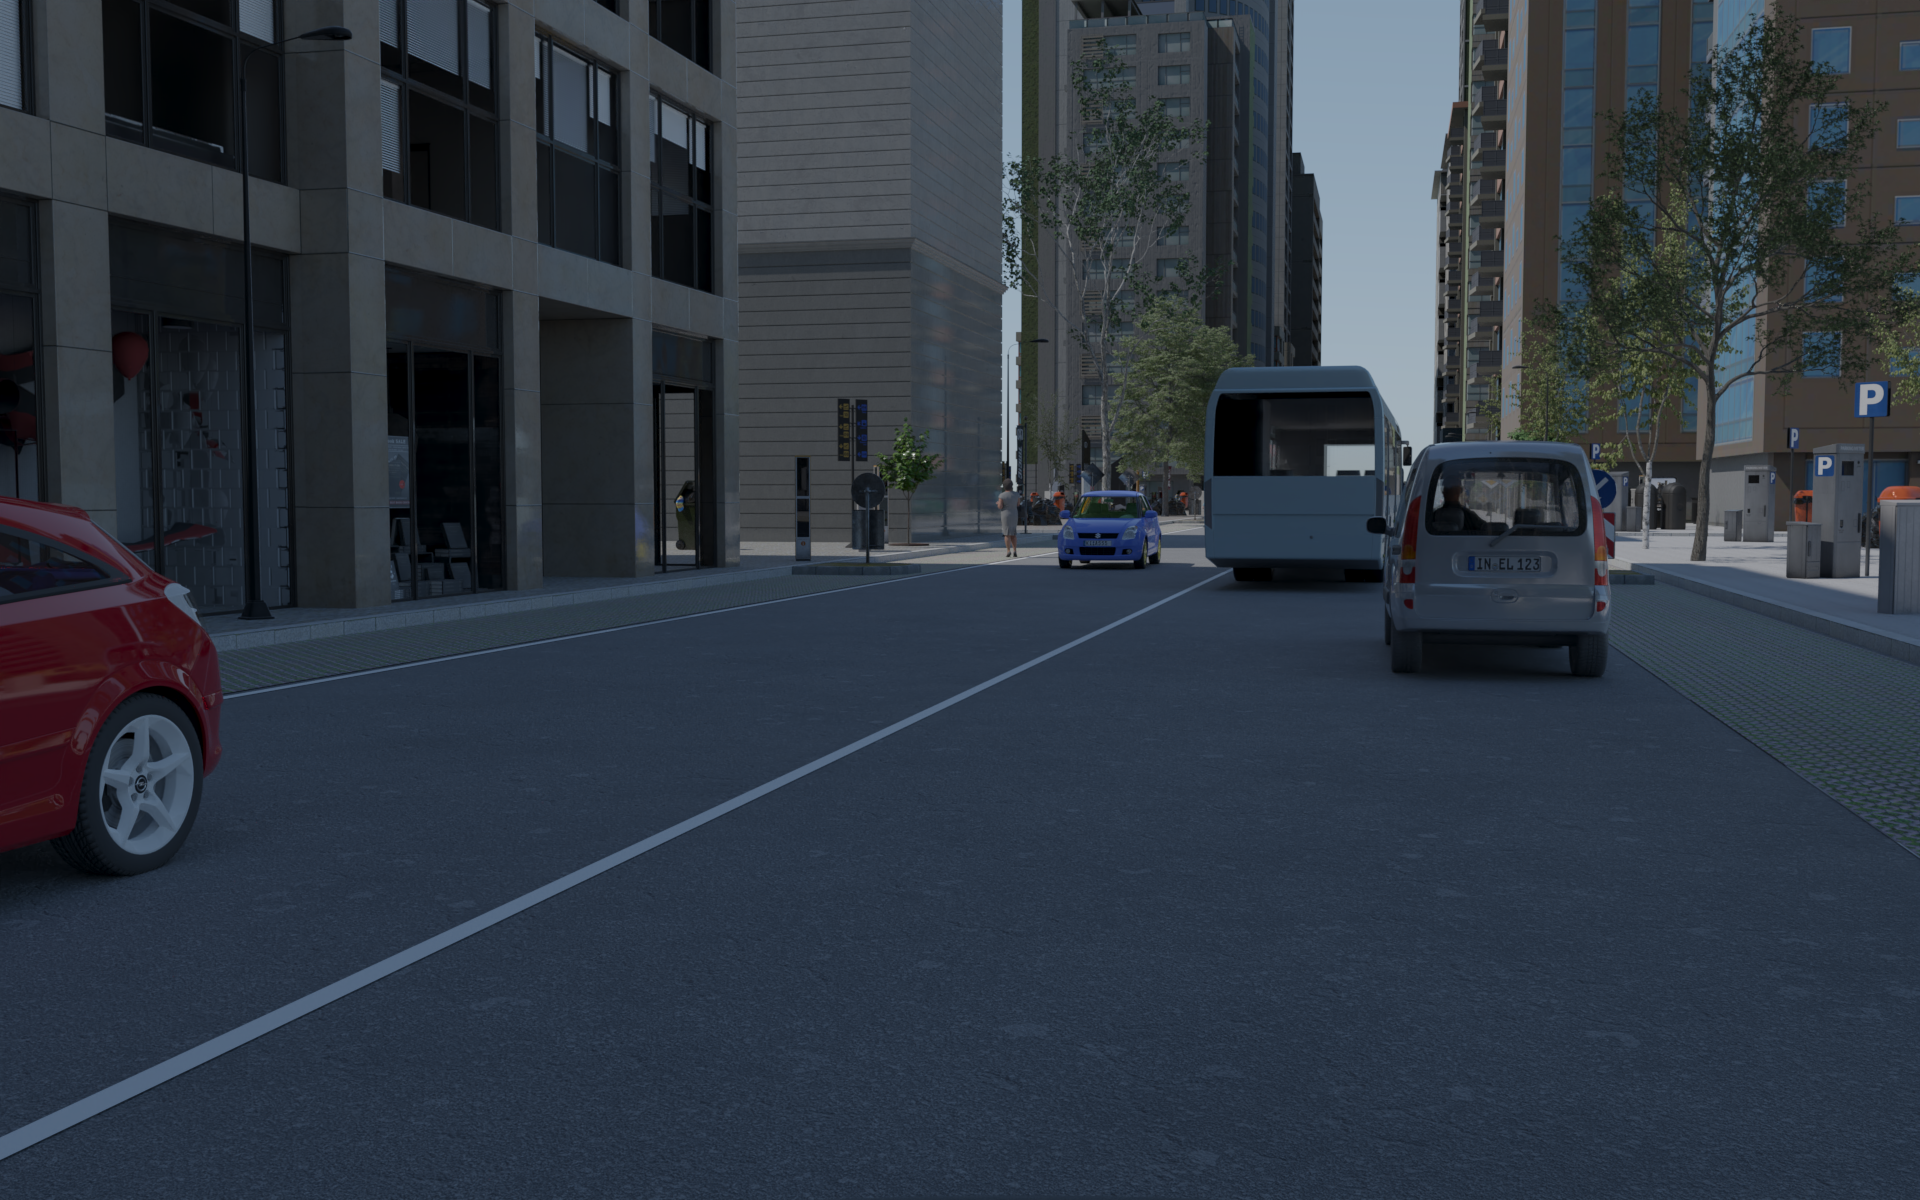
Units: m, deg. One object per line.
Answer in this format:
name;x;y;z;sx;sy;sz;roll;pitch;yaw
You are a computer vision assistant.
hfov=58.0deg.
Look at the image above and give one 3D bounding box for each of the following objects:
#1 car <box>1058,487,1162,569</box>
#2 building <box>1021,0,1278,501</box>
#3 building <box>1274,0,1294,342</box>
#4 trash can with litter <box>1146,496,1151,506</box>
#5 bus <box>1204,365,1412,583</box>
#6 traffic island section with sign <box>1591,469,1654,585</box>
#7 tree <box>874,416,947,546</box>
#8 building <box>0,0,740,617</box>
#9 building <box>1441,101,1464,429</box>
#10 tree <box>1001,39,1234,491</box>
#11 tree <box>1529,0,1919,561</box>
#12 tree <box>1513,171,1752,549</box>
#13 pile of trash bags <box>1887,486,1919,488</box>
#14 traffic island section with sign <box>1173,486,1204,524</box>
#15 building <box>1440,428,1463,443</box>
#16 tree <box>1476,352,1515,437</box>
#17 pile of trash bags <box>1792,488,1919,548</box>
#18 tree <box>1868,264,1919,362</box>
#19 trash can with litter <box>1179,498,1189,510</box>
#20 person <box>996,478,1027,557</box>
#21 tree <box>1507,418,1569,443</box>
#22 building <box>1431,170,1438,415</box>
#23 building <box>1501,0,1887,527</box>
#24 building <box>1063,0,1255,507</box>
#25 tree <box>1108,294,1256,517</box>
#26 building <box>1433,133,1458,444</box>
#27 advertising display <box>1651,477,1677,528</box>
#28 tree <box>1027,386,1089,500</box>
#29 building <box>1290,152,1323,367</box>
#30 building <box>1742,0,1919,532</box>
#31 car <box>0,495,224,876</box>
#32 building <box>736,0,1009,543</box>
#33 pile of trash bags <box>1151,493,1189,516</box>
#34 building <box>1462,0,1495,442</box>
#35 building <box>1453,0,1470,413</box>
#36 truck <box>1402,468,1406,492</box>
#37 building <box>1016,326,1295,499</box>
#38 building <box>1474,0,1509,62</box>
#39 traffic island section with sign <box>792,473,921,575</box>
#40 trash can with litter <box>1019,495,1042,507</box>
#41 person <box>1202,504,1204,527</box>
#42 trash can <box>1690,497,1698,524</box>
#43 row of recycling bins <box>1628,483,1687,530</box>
car;3.001;-1.518;34.410;1.945;1.707;3.694;1;4;13
building;18.655;-38.158;165.876;21.231;58.520;28.212;1;4;14
building;35.481;-48.374;229.166;20.563;71.187;20.611;1;4;14
trash can with litter;13.098;-6.694;120.838;0.624;1.170;1.055;2;4;30
bus;6.570;-2.233;31.371;2.948;3.499;13.247;1;4;15
traffic island section with sign;10.169;-1.204;28.310;1.989;1.847;2.006;1;4;14
tree;-1.398;-2.963;43.046;1.663;3.219;1.824;0;3;0
building;-17.336;-12.927;15.878;19.350;26.468;34.151;1;4;14
building;64.392;-32.681;188.963;22.147;44.769;28.867;1;4;14
tree;5.515;-13.409;75.133;12.611;20.169;13.585;0;3;0
tree;14.476;-6.015;32.761;7.601;10.594;8.767;1;4;18
tree;16.134;-5.505;40.369;4.737;8.622;4.395;0;3;0
pile of trash bags;11.897;-0.647;20.329;3.447;1.369;1.912;-2;4;-31
traffic island section with sign;11.487;-4.637;84.447;1.989;1.847;2.006;1;4;14
building;56.534;-51.736;158.548;22.319;86.520;31.000;1;4;14
tree;23.425;-7.214;68.305;4.737;8.622;4.395;0;3;0
pile of trash bags;21.789;-1.936;41.408;3.447;1.369;1.912;1;4;23
tree;25.782;-5.762;44.564;4.737;8.622;4.395;0;3;0
trash can with litter;17.677;-7.590;135.485;1.055;1.170;0.624;-1;4;-20
person;1.161;-1.848;39.076;0.716;1.782;0.532;-1;4;-20
tree;24.585;-5.507;73.748;4.285;4.588;4.351;0;3;0
building;88.093;-41.614;269.630;28.713;52.752;27.495;1;4;14
building;33.303;-26.358;81.057;14.600;45.320;14.200;1;4;14
building;16.878;-28.226;145.085;14.154;41.232;14.086;1;4;14
tree;12.125;-11.019;98.291;7.486;12.596;7.792;0;3;0
building;82.222;-39.974;242.808;28.713;52.752;27.495;1;4;14
advertising display;26.298;-3.648;64.851;0.974;1.923;0.123;2;4;29
tree;6.413;-10.291;118.617;4.360;8.622;3.978;0;3;0
building;40.492;-38.325;250.321;21.300;48.544;21.600;1;4;14
building;35.796;-25.222;62.490;14.200;45.320;14.600;1;4;14
car;-4.235;0.229;5.301;2.155;1.783;4.494;1;4;13
building;-14.226;-16.879;53.465;29.804;29.767;11.434;1;4;14
pile of trash bags;12.656;-5.699;102.924;1.912;1.369;3.447;2;4;34
building;47.483;-27.781;137.816;14.154;41.232;14.086;1;4;14
building;71.709;-47.821;220.117;20.563;71.187;20.611;1;4;14
truck;42.859;-11.093;171.123;2.967;4.110;18.799;1;4;12
building;22.842;-21.425;195.337;27.650;21.520;28.899;1;4;14
building;43.888;-27.780;108.821;22.147;44.769;28.867;1;4;14
traffic island section with sign;-1.780;-1.386;31.290;1.989;1.847;2.006;1;4;14
trash can with litter;4.131;-5.527;101.431;2.233;1.210;1.678;0;4;4
person;10.693;-4.025;74.174;0.638;1.841;0.748;-2;4;-32
trash can;31.587;-3.813;74.002;0.748;1.137;0.748;0;3;0
row of recycling bins;24.401;-3.402;62.731;3.534;1.692;1.069;1;4;21
